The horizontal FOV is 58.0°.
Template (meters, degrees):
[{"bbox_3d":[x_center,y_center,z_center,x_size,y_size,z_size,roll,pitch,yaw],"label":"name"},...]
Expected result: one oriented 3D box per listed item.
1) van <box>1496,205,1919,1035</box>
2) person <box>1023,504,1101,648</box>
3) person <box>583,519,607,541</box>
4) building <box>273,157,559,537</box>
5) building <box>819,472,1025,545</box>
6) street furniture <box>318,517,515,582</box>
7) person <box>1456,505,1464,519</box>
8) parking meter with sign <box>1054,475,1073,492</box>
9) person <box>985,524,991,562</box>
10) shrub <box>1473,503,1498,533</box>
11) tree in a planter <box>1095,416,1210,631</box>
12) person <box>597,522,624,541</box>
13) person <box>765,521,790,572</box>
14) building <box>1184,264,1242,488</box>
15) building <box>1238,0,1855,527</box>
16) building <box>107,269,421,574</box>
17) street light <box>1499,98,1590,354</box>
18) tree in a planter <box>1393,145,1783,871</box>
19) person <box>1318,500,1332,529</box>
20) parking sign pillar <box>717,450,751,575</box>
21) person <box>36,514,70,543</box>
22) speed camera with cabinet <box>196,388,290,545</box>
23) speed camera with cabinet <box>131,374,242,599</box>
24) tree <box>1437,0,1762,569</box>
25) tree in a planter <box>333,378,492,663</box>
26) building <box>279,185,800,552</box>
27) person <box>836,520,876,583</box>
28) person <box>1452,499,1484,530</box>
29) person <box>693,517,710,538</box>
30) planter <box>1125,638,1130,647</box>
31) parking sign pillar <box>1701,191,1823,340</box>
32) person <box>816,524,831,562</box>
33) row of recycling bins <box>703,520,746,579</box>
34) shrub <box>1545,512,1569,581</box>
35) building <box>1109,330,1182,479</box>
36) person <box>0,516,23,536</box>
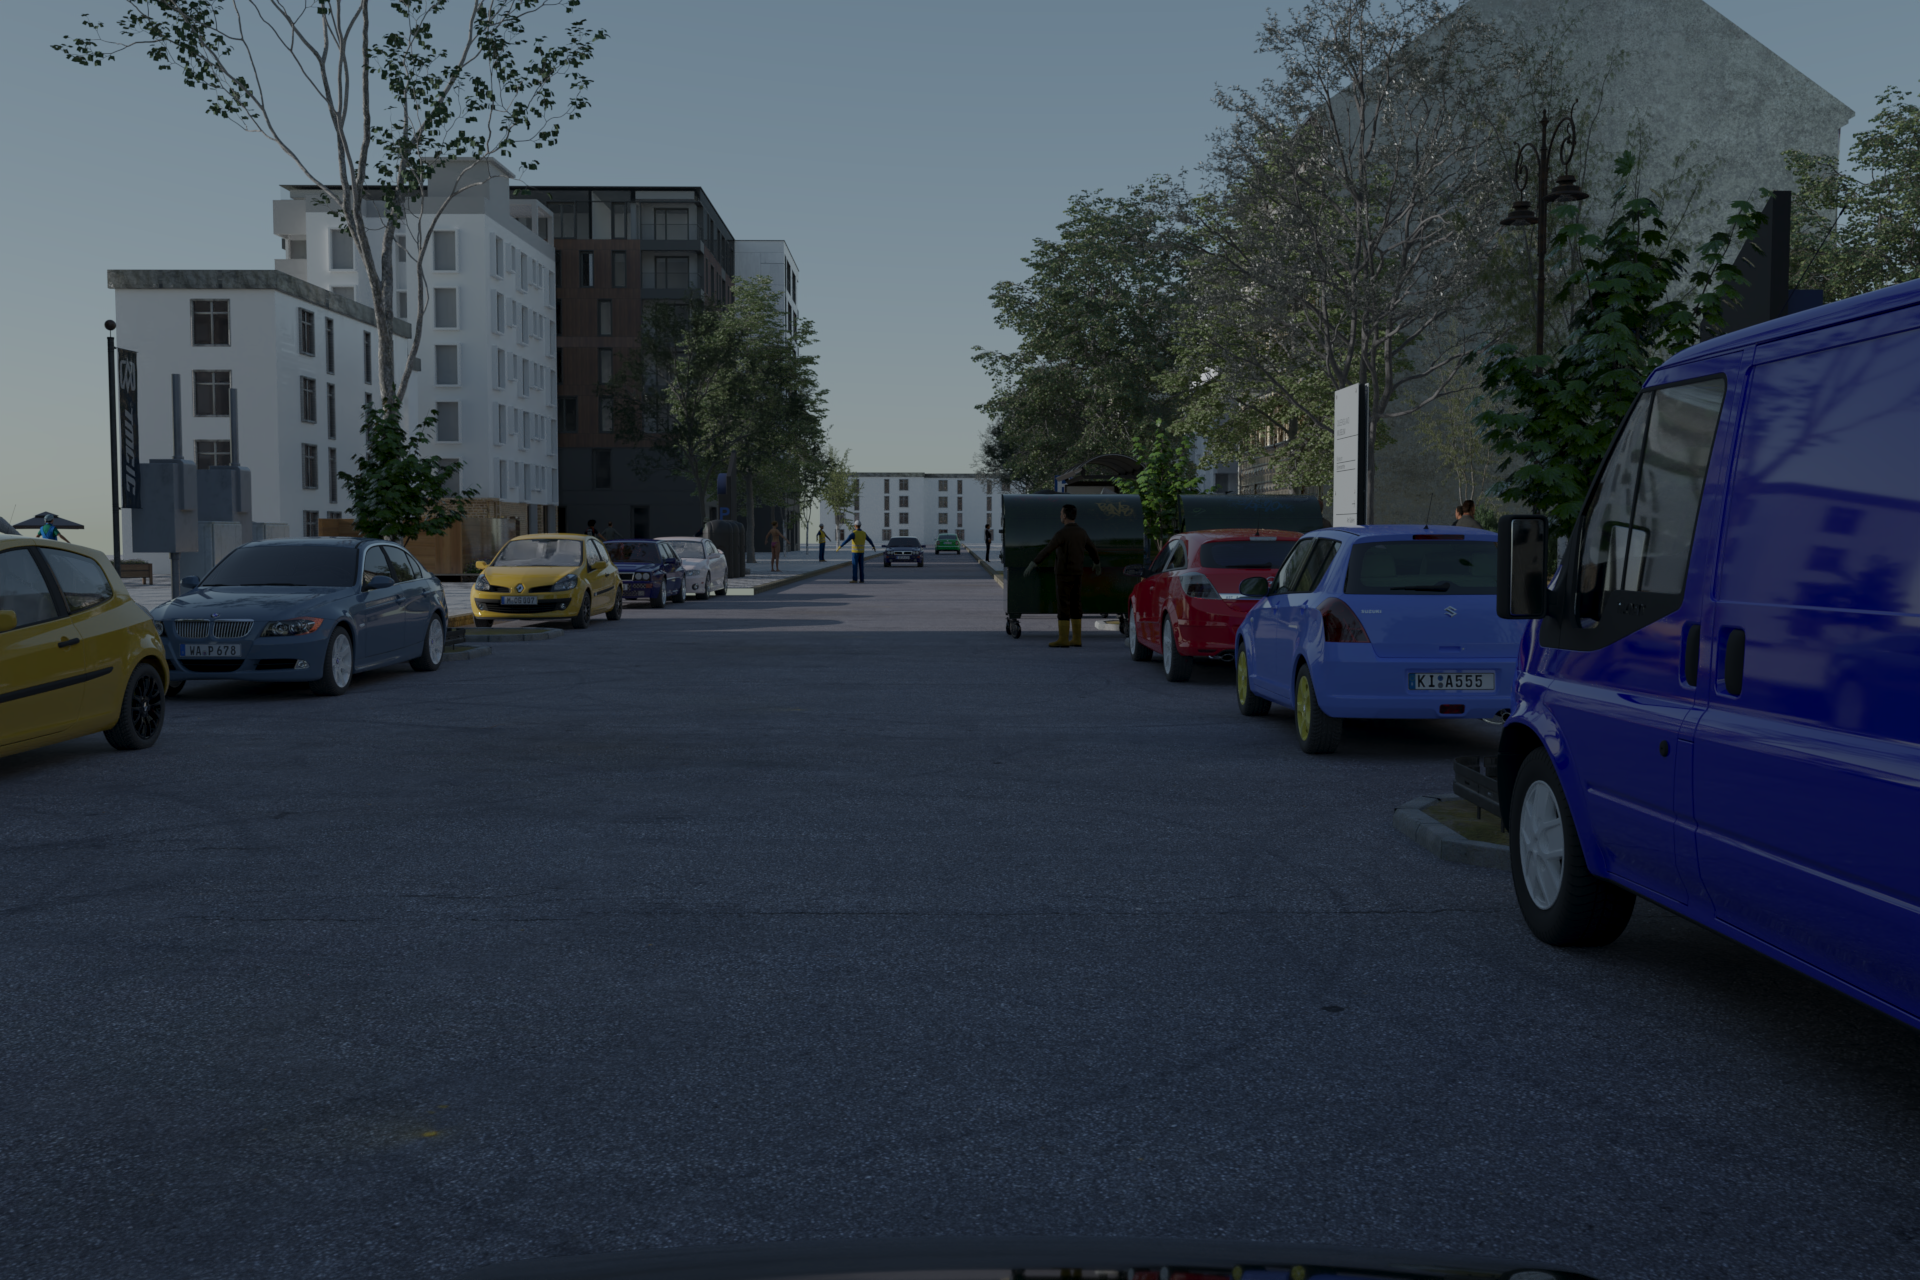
[{"bbox_3d":[2.959,0.006,4.294,2.240,2.365,5.245,0,4,-1],"label":"van"},{"bbox_3d":[1.357,-0.816,21.929,1.346,1.812,0.704,-3,5,-42],"label":"person"},{"bbox_3d":[-13.585,-3.546,64.118,1.345,1.843,0.704,2,4,30],"label":"person"},{"bbox_3d":[-28.463,-14.181,88.276,16.016,20.090,11.380,0,4,0],"label":"building"},{"bbox_3d":[-5.014,-17.810,235.800,28.070,9.664,9.099,0,4,-3],"label":"building"},{"bbox_3d":[-14.112,-2.603,49.413,9.812,1.723,11.010,0,4,3],"label":"street furniture"},{"bbox_3d":[9.279,-1.591,32.166,1.344,1.810,0.704,-2,4,-27],"label":"person"},{"bbox_3d":[3.094,-3.321,50.554,0.543,3.016,1.738,0,4,-2],"label":"parking meter with sign"},{"bbox_3d":[1.352,-4.425,79.074,0.721,1.740,1.216,0,4,2],"label":"person"},{"bbox_3d":[12.980,-2.404,43.350,1.661,2.075,1.752,0,3,0],"label":"shrub"},{"bbox_3d":[3.079,-1.783,26.371,1.991,3.239,1.994,0,4,1],"label":"tree in a planter"},{"bbox_3d":[-14.681,-4.069,72.796,1.348,1.796,0.705,0,4,7],"label":"person"},{"bbox_3d":[-6.255,-3.206,59.223,1.217,1.733,0.721,3,5,41],"label":"person"},{"bbox_3d":[20.612,-16.032,118.545,16.016,20.090,11.380,0,4,0],"label":"building"},{"bbox_3d":[22.300,-14.702,71.307,19.493,23.208,18.063,0,4,0],"label":"building"},{"bbox_3d":[-26.391,-7.766,69.122,9.099,9.664,28.070,0,4,-1],"label":"building"},{"bbox_3d":[6.356,-2.827,19.007,0.468,5.910,1.993,0,4,0],"label":"street light"},{"bbox_3d":[3.112,-0.659,8.004,1.991,3.239,1.994,0,3,0],"label":"tree in a planter"},{"bbox_3d":[5.426,-1.243,26.502,1.348,1.807,0.705,-3,4,-37],"label":"person"},{"bbox_3d":[-7.394,-4.075,55.092,1.447,3.967,1.447,0,4,1],"label":"parking sign pillar"},{"bbox_3d":[-24.756,-2.512,47.191,1.347,1.817,0.704,1,4,19],"label":"person"},{"bbox_3d":[-10.068,-1.833,24.299,0.660,3.252,2.038,0,4,-1],"label":"speed camera with cabinet"},{"bbox_3d":[-9.880,-1.702,22.164,0.660,3.252,2.038,0,4,-1],"label":"speed camera with cabinet"},{"bbox_3d":[8.593,-4.544,24.657,4.360,8.622,3.978,0,3,0],"label":"tree"},{"bbox_3d":[-6.588,-1.400,20.107,1.991,3.239,1.994,0,4,1],"label":"tree in a planter"},{"bbox_3d":[-26.070,-16.771,118.182,27.936,21.610,32.646,0,4,-1],"label":"building"},{"bbox_3d":[-3.001,-2.587,50.728,1.349,1.833,0.705,-2,4,-35],"label":"person"},{"bbox_3d":[7.952,-1.284,27.058,0.705,1.821,1.348,-2,4,-31],"label":"person"},{"bbox_3d":[-8.556,-3.229,58.580,1.354,1.856,0.705,-1,4,-21],"label":"person"},{"bbox_3d":[3.130,-0.055,22.044,1.991,0.319,1.994,0,4,-1],"label":"planter"},{"bbox_3d":[6.578,-1.582,14.340,1.447,3.967,1.447,0,4,0],"label":"parking sign pillar"},{"bbox_3d":[-6.345,-4.525,80.445,0.721,1.772,1.216,2,4,28],"label":"person"},{"bbox_3d":[-6.905,-2.693,51.144,1.069,1.692,3.534,0,4,0],"label":"row of recycling bins"},{"bbox_3d":[16.100,-2.639,47.573,1.690,2.028,1.600,0,3,0],"label":"shrub"},{"bbox_3d":[23.486,-20.320,163.157,19.493,23.208,18.063,0,4,-1],"label":"building"},{"bbox_3d":[-9.054,-0.582,15.983,1.216,1.778,0.721,-3,5,-44],"label":"person"}]
